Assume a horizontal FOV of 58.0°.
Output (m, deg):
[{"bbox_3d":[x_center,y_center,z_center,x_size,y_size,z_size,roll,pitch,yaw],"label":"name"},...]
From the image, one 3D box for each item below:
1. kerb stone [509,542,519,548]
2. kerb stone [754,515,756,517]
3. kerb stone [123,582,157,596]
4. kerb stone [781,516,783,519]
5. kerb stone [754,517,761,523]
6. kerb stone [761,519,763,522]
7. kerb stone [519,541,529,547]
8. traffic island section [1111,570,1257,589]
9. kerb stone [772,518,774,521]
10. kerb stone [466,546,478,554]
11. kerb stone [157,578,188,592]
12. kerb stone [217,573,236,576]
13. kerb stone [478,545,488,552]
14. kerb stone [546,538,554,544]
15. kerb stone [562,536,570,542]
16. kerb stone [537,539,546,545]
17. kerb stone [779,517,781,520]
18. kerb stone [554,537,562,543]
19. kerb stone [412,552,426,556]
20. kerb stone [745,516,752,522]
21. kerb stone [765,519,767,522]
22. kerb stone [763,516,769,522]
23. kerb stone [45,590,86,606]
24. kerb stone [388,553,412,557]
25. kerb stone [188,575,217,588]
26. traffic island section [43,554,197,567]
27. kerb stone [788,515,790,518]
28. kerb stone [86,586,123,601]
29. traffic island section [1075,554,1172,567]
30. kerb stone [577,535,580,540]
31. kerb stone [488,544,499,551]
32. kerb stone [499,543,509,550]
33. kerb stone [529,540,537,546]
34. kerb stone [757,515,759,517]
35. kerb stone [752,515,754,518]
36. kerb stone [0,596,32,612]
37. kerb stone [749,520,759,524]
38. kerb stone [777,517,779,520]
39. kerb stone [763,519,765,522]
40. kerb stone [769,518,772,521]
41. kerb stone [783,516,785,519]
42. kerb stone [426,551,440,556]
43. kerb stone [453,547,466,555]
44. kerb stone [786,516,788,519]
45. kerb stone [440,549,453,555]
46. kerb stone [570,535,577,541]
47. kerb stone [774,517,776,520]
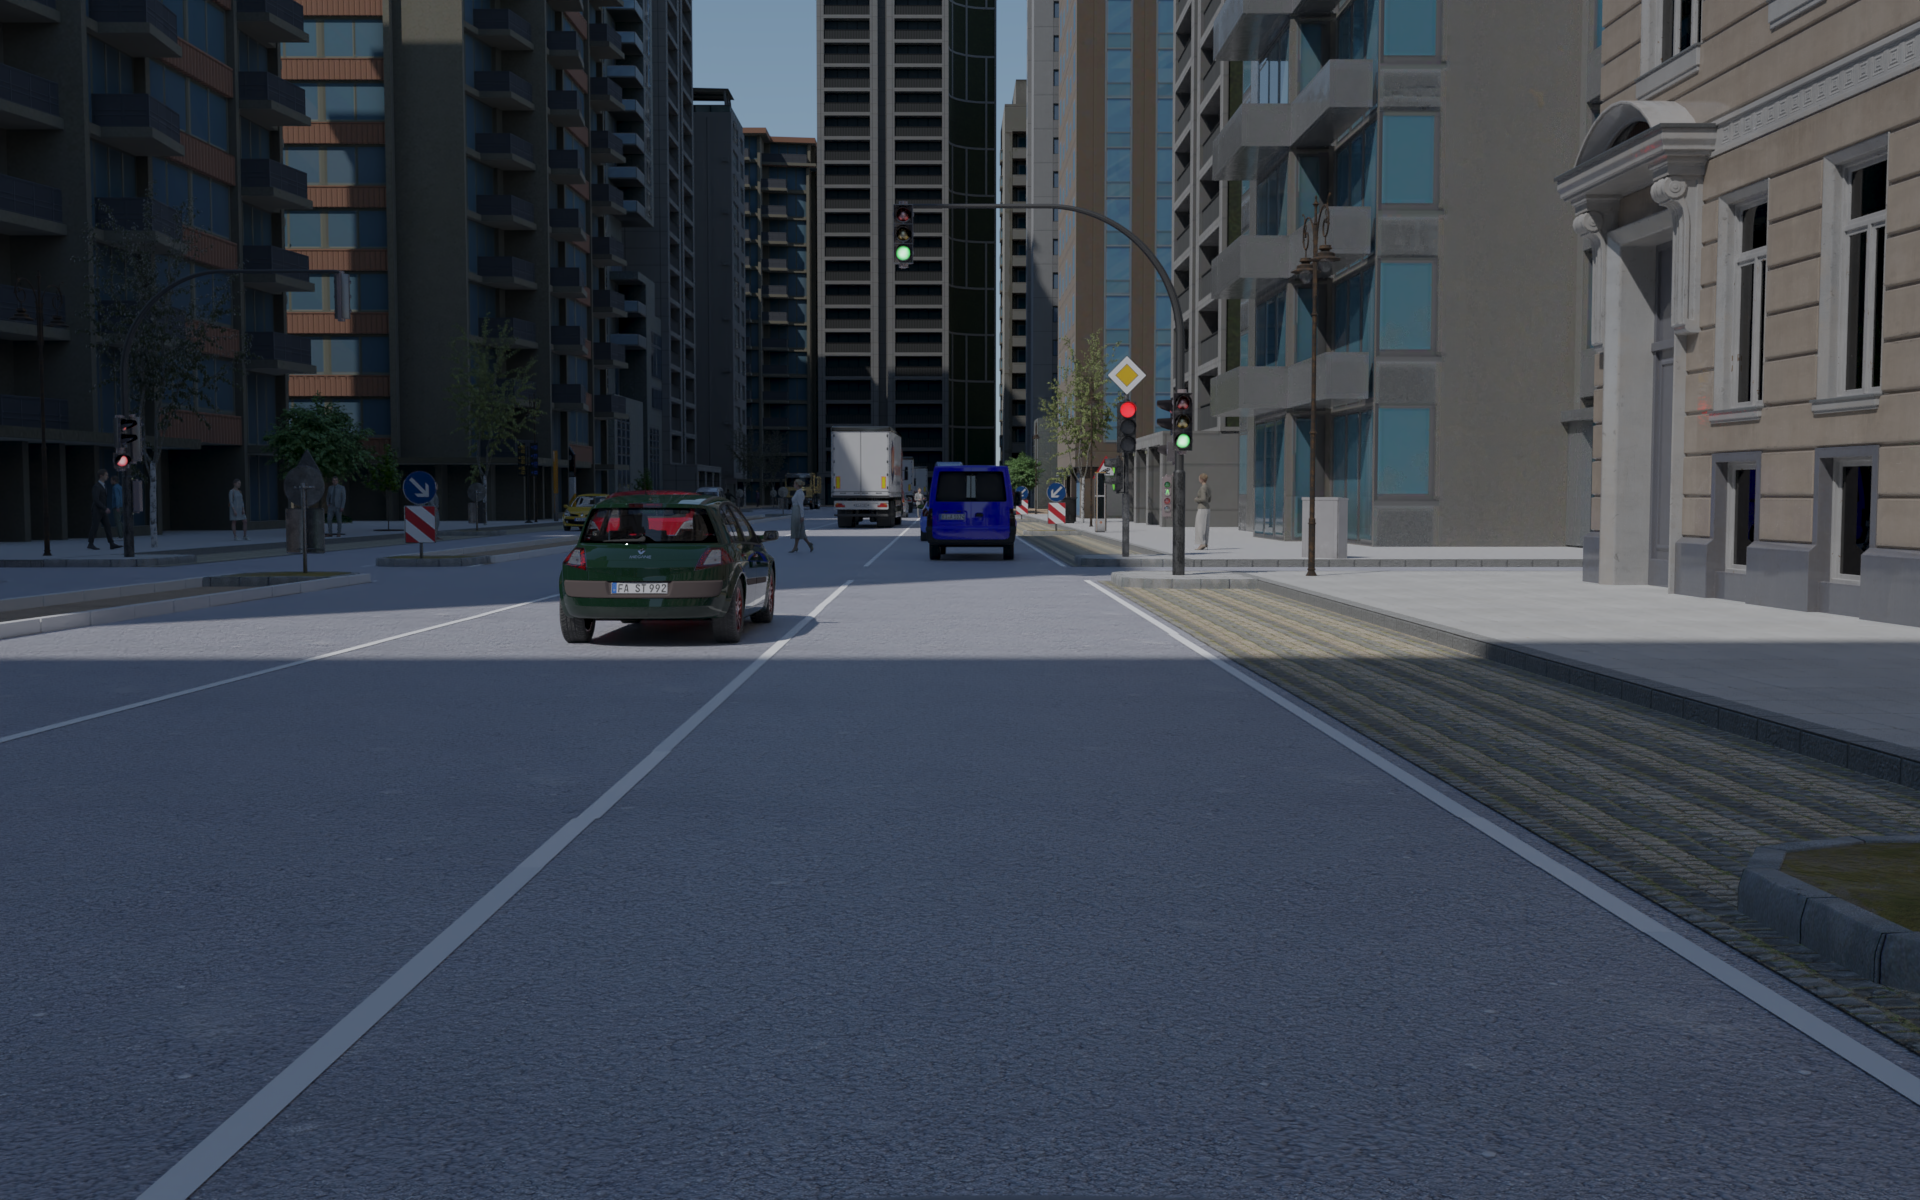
[{"bbox_3d":[-11.854,-1.426,45.587,0.120,0.150,1.000,0,4,0],"label":"kerb stone"},{"bbox_3d":[-12.297,-4.876,101.935,0.120,0.150,1.000,0,4,0],"label":"kerb stone"},{"bbox_3d":[-11.688,-0.141,24.494,0.120,0.150,1.000,0,4,0],"label":"kerb stone"},{"bbox_3d":[-10.157,-4.565,96.827,0.120,0.150,1.000,0,4,0],"label":"kerb stone"},{"bbox_3d":[-10.070,-3.875,85.552,0.120,0.150,1.000,0,4,0],"label":"kerb stone"},{"bbox_3d":[-10.079,-3.938,86.582,0.120,0.150,1.000,0,4,0],"label":"kerb stone"},{"bbox_3d":[-11.862,-1.493,46.610,0.120,0.150,1.000,0,4,0],"label":"kerb stone"},{"bbox_3d":[3.472,-0.315,27.433,2.009,0.180,2.903,0,4,0],"label":"traffic island section"},{"bbox_3d":[-10.116,-4.245,91.702,0.120,0.150,1.000,0,4,0],"label":"kerb stone"},{"bbox_3d":[-11.814,-1.181,41.497,0.120,0.150,1.000,0,4,0],"label":"kerb stone"},{"bbox_3d":[-11.693,-0.199,25.517,0.120,0.150,1.000,0,4,0],"label":"kerb stone"},{"bbox_3d":[-11.710,-0.328,27.566,0.120,0.150,1.000,0,4,0],"label":"kerb stone"},{"bbox_3d":[-11.836,-1.243,42.520,0.120,0.150,1.000,0,4,0],"label":"kerb stone"},{"bbox_3d":[-11.885,-1.676,49.685,0.120,0.150,1.000,0,4,0],"label":"kerb stone"},{"bbox_3d":[-11.901,-1.806,51.730,0.120,0.150,1.000,0,4,0],"label":"kerb stone"},{"bbox_3d":[-11.870,-1.617,48.662,0.120,0.150,1.000,0,4,0],"label":"kerb stone"},{"bbox_3d":[-10.154,-4.498,95.805,0.120,0.150,1.000,0,4,0],"label":"kerb stone"},{"bbox_3d":[-11.887,-1.743,50.707,0.120,0.150,1.000,0,4,0],"label":"kerb stone"},{"bbox_3d":[-11.788,-0.929,37.386,0.120,0.150,1.000,0,4,0],"label":"kerb stone"},{"bbox_3d":[-12.286,-4.752,99.889,0.120,0.150,1.000,0,4,0],"label":"kerb stone"},{"bbox_3d":[-10.097,-4.059,88.629,0.120,0.150,1.000,0,4,0],"label":"kerb stone"},{"bbox_3d":[-10.107,-4.126,89.657,0.120,0.150,1.000,0,4,0],"label":"kerb stone"},{"bbox_3d":[-11.668,-0.013,22.444,0.120,0.150,1.000,0,4,0],"label":"kerb stone"},{"bbox_3d":[-11.781,-0.866,36.356,0.120,0.150,1.000,0,4,0],"label":"kerb stone"},{"bbox_3d":[-11.704,-0.266,26.544,0.120,0.150,1.000,0,4,0],"label":"kerb stone"},{"bbox_3d":[-16.932,-0.794,35.262,2.009,0.180,2.903,0,4,0],"label":"traffic island section"},{"bbox_3d":[-10.187,-4.816,100.936,0.120,0.150,1.000,0,4,0],"label":"kerb stone"},{"bbox_3d":[-11.677,-0.078,23.470,0.120,0.150,1.000,0,4,0],"label":"kerb stone"},{"bbox_3d":[3.409,-0.803,35.418,2.009,0.180,2.903,0,4,0],"label":"traffic island section"},{"bbox_3d":[-11.911,-1.932,53.778,0.120,0.150,1.000,0,4,0],"label":"kerb stone"},{"bbox_3d":[-11.835,-1.306,43.542,0.120,0.150,1.000,0,4,0],"label":"kerb stone"},{"bbox_3d":[-11.849,-1.368,44.564,0.120,0.150,1.000,0,4,0],"label":"kerb stone"},{"bbox_3d":[-11.871,-1.550,47.640,0.120,0.150,1.000,0,4,0],"label":"kerb stone"},{"bbox_3d":[-12.315,-5.002,103.989,0.120,0.150,1.000,0,4,0],"label":"kerb stone"},{"bbox_3d":[-12.286,-4.814,100.912,0.120,0.150,1.000,0,4,0],"label":"kerb stone"},{"bbox_3d":[-11.665,0.050,21.419,0.120,0.150,1.000,0,4,0],"label":"kerb stone"},{"bbox_3d":[-10.064,-3.813,84.530,0.120,0.150,1.000,0,4,0],"label":"kerb stone"},{"bbox_3d":[-10.150,-4.438,94.783,0.120,0.150,1.000,0,4,0],"label":"kerb stone"},{"bbox_3d":[-10.089,-3.997,87.605,0.120,0.150,1.000,0,4,0],"label":"kerb stone"},{"bbox_3d":[-10.106,-4.186,90.679,0.120,0.150,1.000,0,4,0],"label":"kerb stone"},{"bbox_3d":[-10.161,-4.627,97.849,0.120,0.150,1.000,0,4,0],"label":"kerb stone"},{"bbox_3d":[-11.797,-0.991,38.415,0.120,0.150,1.000,0,4,0],"label":"kerb stone"},{"bbox_3d":[-11.812,-1.117,40.463,0.120,0.150,1.000,0,4,0],"label":"kerb stone"},{"bbox_3d":[-10.184,-4.753,99.905,0.120,0.150,1.000,0,4,0],"label":"kerb stone"},{"bbox_3d":[-11.804,-1.051,39.437,0.120,0.150,1.000,0,4,0],"label":"kerb stone"},{"bbox_3d":[-11.914,-1.867,52.756,0.120,0.150,1.000,0,4,0],"label":"kerb stone"},{"bbox_3d":[-10.120,-4.314,92.735,0.120,0.150,1.000,0,4,0],"label":"kerb stone"}]
